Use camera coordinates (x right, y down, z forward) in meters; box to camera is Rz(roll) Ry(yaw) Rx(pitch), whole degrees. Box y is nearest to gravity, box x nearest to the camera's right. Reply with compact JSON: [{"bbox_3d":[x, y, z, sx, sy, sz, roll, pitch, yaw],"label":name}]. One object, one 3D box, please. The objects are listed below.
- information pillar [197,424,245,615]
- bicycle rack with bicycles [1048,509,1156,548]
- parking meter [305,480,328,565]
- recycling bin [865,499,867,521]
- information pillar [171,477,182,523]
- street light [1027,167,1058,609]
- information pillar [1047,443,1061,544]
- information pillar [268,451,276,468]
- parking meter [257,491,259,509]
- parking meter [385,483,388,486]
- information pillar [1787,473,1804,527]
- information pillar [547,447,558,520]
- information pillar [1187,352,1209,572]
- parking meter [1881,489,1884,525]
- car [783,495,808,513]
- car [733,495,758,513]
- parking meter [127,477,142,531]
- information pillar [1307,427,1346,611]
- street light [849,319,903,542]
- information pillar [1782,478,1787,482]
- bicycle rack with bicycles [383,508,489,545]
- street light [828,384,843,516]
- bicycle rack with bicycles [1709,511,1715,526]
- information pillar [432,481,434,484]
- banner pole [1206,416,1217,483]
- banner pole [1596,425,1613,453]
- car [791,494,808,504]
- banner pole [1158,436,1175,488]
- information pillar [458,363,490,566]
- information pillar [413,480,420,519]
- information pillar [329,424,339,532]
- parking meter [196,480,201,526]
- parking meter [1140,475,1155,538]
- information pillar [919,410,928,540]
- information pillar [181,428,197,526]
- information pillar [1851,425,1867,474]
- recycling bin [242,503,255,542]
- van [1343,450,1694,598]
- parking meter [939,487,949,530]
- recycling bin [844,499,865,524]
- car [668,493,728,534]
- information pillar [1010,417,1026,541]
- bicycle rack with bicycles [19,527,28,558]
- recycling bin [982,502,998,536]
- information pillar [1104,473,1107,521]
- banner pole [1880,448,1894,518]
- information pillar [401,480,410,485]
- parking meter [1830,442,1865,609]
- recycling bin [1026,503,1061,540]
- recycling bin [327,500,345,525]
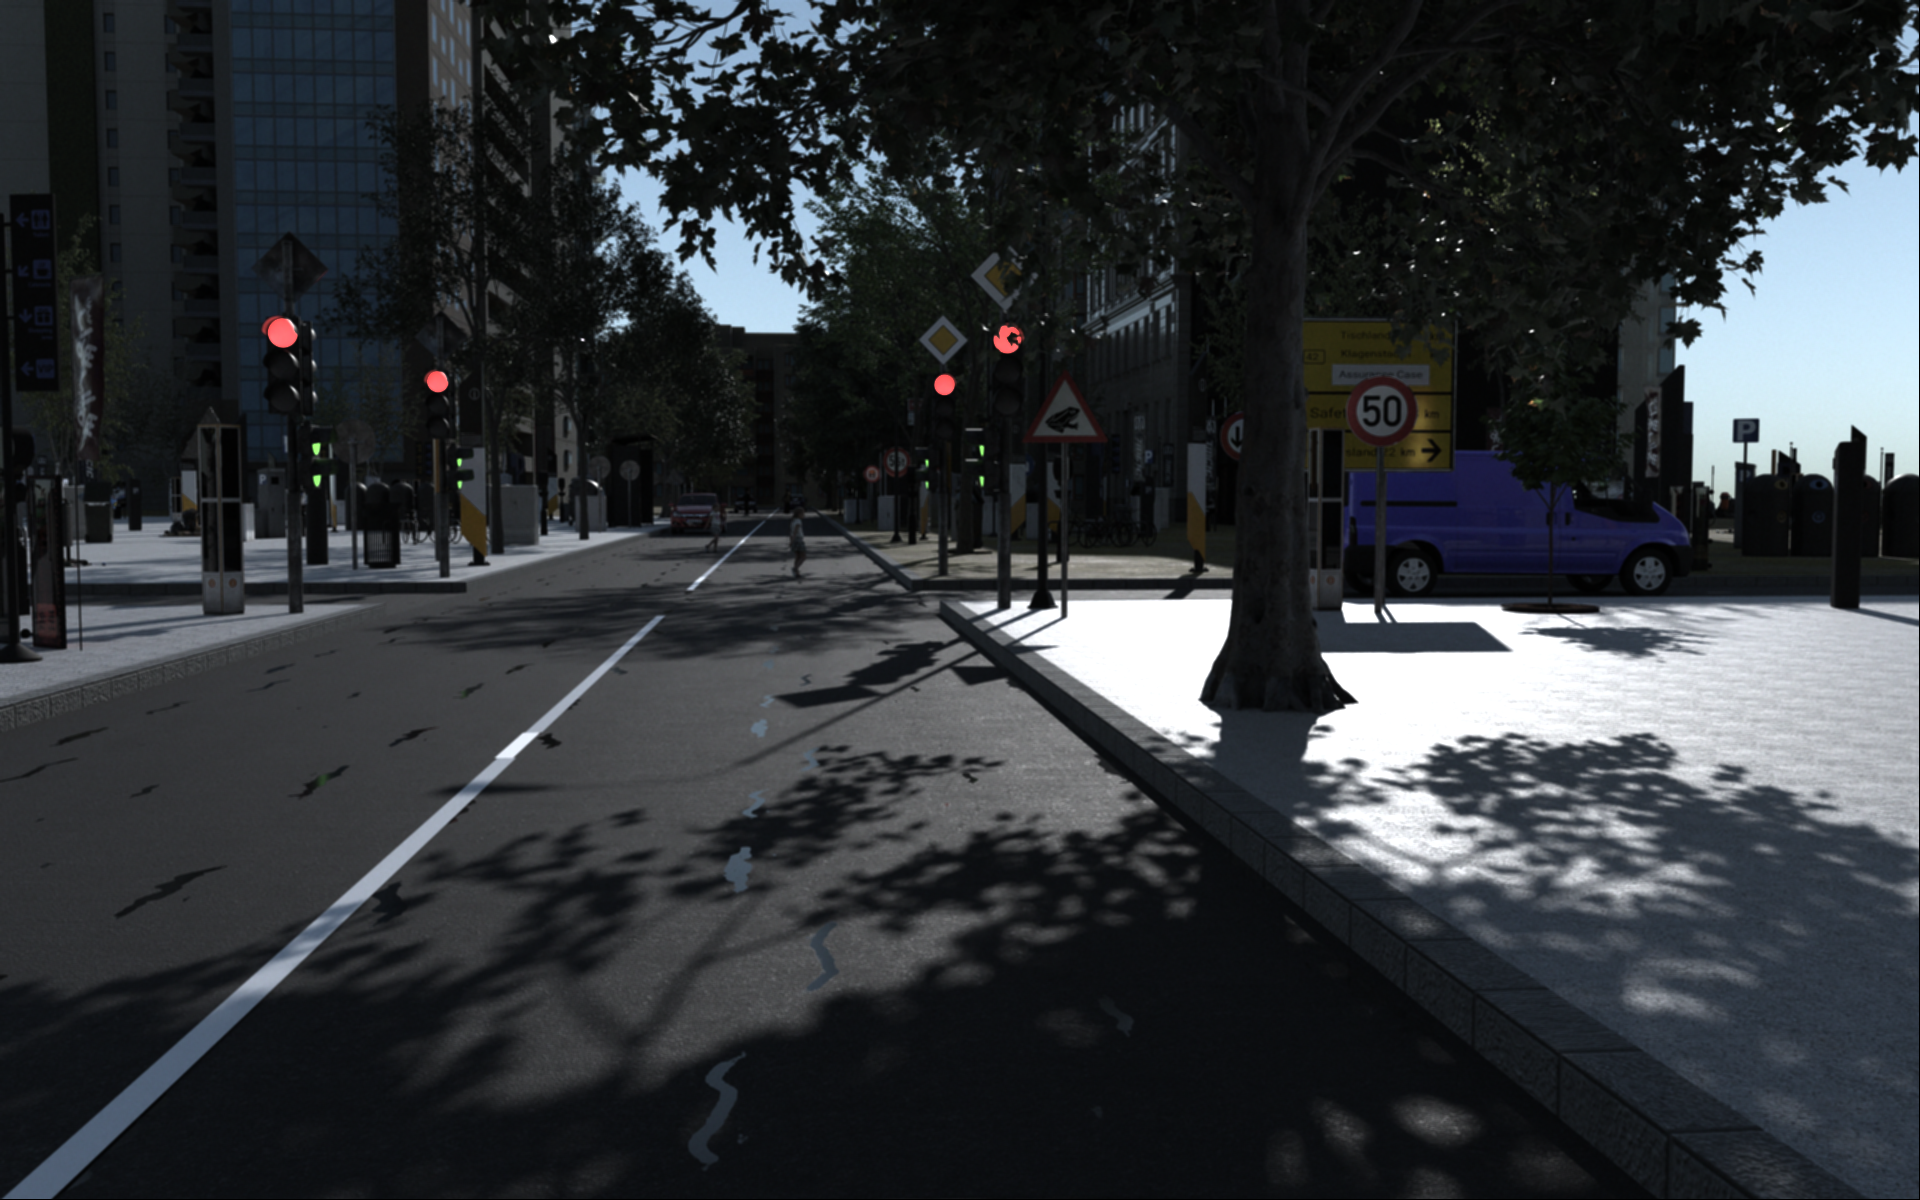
[{"bbox_3d":[-7.857,-0.852,18.427,0.304,2.012,0.304,2,4,26],"label":"information pillar"},{"bbox_3d":[3.559,-1.775,42.412,2.925,0.926,2.852,-2,4,-27],"label":"bicycle rack with bicycles"},{"bbox_3d":[-11.725,-1.416,31.561,0.372,1.533,0.369,0,3,0],"label":"parking meter"},{"bbox_3d":[-4.822,-4.229,81.697,0.722,1.027,0.722,1,4,21],"label":"recycling bin"},{"bbox_3d":[-34.684,-4.416,76.697,0.304,2.012,0.304,3,5,39],"label":"information pillar"},{"bbox_3d":[0.392,-2.860,19.302,1.470,5.913,1.316,0,4,-5],"label":"street light"},{"bbox_3d":[2.380,-3.272,44.856,0.504,3.616,0.183,-1,4,-13],"label":"information pillar"},{"bbox_3d":[-37.605,-6.322,94.724,0.504,3.616,0.183,1,4,22],"label":"information pillar"},{"bbox_3d":[-34.550,-4.725,85.664,0.372,1.533,0.369,0,3,0],"label":"parking meter"},{"bbox_3d":[-30.881,-5.332,92.881,0.399,1.863,0.255,1,4,10],"label":"parking meter"},{"bbox_3d":[29.845,-3.505,61.805,0.304,2.012,0.304,-1,4,-16],"label":"information pillar"},{"bbox_3d":[-20.172,-5.768,85.654,0.504,3.616,0.183,-1,4,-15],"label":"information pillar"},{"bbox_3d":[3.893,-2.266,28.403,0.183,3.616,0.504,3,4,37],"label":"information pillar"},{"bbox_3d":[38.936,-3.939,72.808,0.372,1.533,0.369,0,3,0],"label":"parking meter"},{"bbox_3d":[-12.660,-7.369,133.068,1.945,1.354,3.894,0,4,-4],"label":"car"},{"bbox_3d":[-16.387,-7.334,132.486,1.945,1.354,3.894,0,4,-6],"label":"car"},{"bbox_3d":[-28.959,-3.369,60.795,0.255,1.863,0.399,3,5,42],"label":"parking meter"},{"bbox_3d":[4.031,-0.893,19.099,0.304,2.012,0.304,-1,4,-14],"label":"information pillar"},{"bbox_3d":[-2.235,-4.500,46.124,1.470,5.913,1.316,0,4,-5],"label":"street light"},{"bbox_3d":[38.303,-4.647,80.475,0.304,2.012,0.304,2,4,28],"label":"information pillar"},{"bbox_3d":[-13.713,-1.940,45.104,2.852,0.926,2.925,-3,5,-41],"label":"bicycle rack with bicycles"},{"bbox_3d":[-4.894,-6.181,73.596,1.470,5.913,1.316,0,4,-5],"label":"street light"},{"bbox_3d":[28.272,-3.359,68.296,2.925,0.926,2.852,3,5,40],"label":"bicycle rack with bicycles"},{"bbox_3d":[-29.006,-5.591,95.899,0.304,2.012,0.304,3,5,39],"label":"information pillar"},{"bbox_3d":[6.881,-3.599,48.861,0.863,3.779,0.401,2,4,34],"label":"banner pole"},{"bbox_3d":[21.461,-4.143,57.753,0.863,3.779,0.401,1,4,17],"label":"banner pole"},{"bbox_3d":[-15.384,-9.261,163.219,2.131,1.459,4.920,0,4,-5],"label":"car"},{"bbox_3d":[8.857,-5.200,75.034,0.863,3.779,0.401,0,4,3],"label":"banner pole"},{"bbox_3d":[-8.723,-2.427,31.043,0.504,3.616,0.183,1,4,16],"label":"information pillar"},{"bbox_3d":[-28.013,-5.189,89.331,0.304,2.012,0.304,-1,4,-10],"label":"information pillar"},{"bbox_3d":[-21.010,-4.077,58.020,0.183,3.616,0.504,-2,4,-32],"label":"information pillar"},{"bbox_3d":[-31.050,-3.966,70.549,0.399,1.863,0.255,1,4,13],"label":"parking meter"},{"bbox_3d":[5.523,-2.773,51.042,0.399,1.863,0.255,-1,4,-13],"label":"parking meter"},{"bbox_3d":[-1.000,-3.497,48.526,0.183,3.616,0.504,1,4,13],"label":"information pillar"},{"bbox_3d":[-27.295,-4.281,61.349,0.504,3.616,0.183,0,4,-2],"label":"information pillar"},{"bbox_3d":[30.284,-4.104,58.453,0.504,3.616,0.183,3,5,41],"label":"information pillar"},{"bbox_3d":[-19.576,-2.099,46.866,0.722,1.027,0.722,0,4,-2],"label":"recycling bin"},{"bbox_3d":[7.657,-1.231,24.518,5.245,2.365,2.240,0,4,-7],"label":"van"},{"bbox_3d":[-0.565,-3.259,61.692,0.372,1.533,0.369,0,3,0],"label":"parking meter"},{"bbox_3d":[-4.615,-3.813,74.894,0.722,1.027,0.722,-1,4,-12],"label":"recycling bin"},{"bbox_3d":[-9.537,-3.318,63.289,2.155,1.783,4.494,0,4,-4],"label":"car"},{"bbox_3d":[1.577,-3.447,47.709,0.504,3.616,0.183,-2,4,-31],"label":"information pillar"},{"bbox_3d":[-20.061,-1.308,34.771,2.852,0.926,2.925,-3,4,-38],"label":"bicycle rack with bicycles"},{"bbox_3d":[0.776,-2.519,53.739,0.722,1.027,0.722,-2,4,-26],"label":"recycling bin"},{"bbox_3d":[6.764,-5.595,82.826,0.504,3.616,0.183,0,4,-2],"label":"information pillar"},{"bbox_3d":[49.818,-6.312,93.218,0.401,3.779,0.863,-3,5,-41],"label":"banner pole"},{"bbox_3d":[-28.897,-5.247,90.282,0.304,2.012,0.304,2,4,25],"label":"information pillar"},{"bbox_3d":[10.008,-0.846,19.538,0.255,1.863,0.399,1,4,19],"label":"parking meter"},{"bbox_3d":[2.334,-2.188,48.327,0.722,1.027,0.722,-3,5,-41],"label":"recycling bin"},{"bbox_3d":[-25.783,-3.615,71.658,0.722,1.027,0.722,-2,4,-24],"label":"recycling bin"}]
